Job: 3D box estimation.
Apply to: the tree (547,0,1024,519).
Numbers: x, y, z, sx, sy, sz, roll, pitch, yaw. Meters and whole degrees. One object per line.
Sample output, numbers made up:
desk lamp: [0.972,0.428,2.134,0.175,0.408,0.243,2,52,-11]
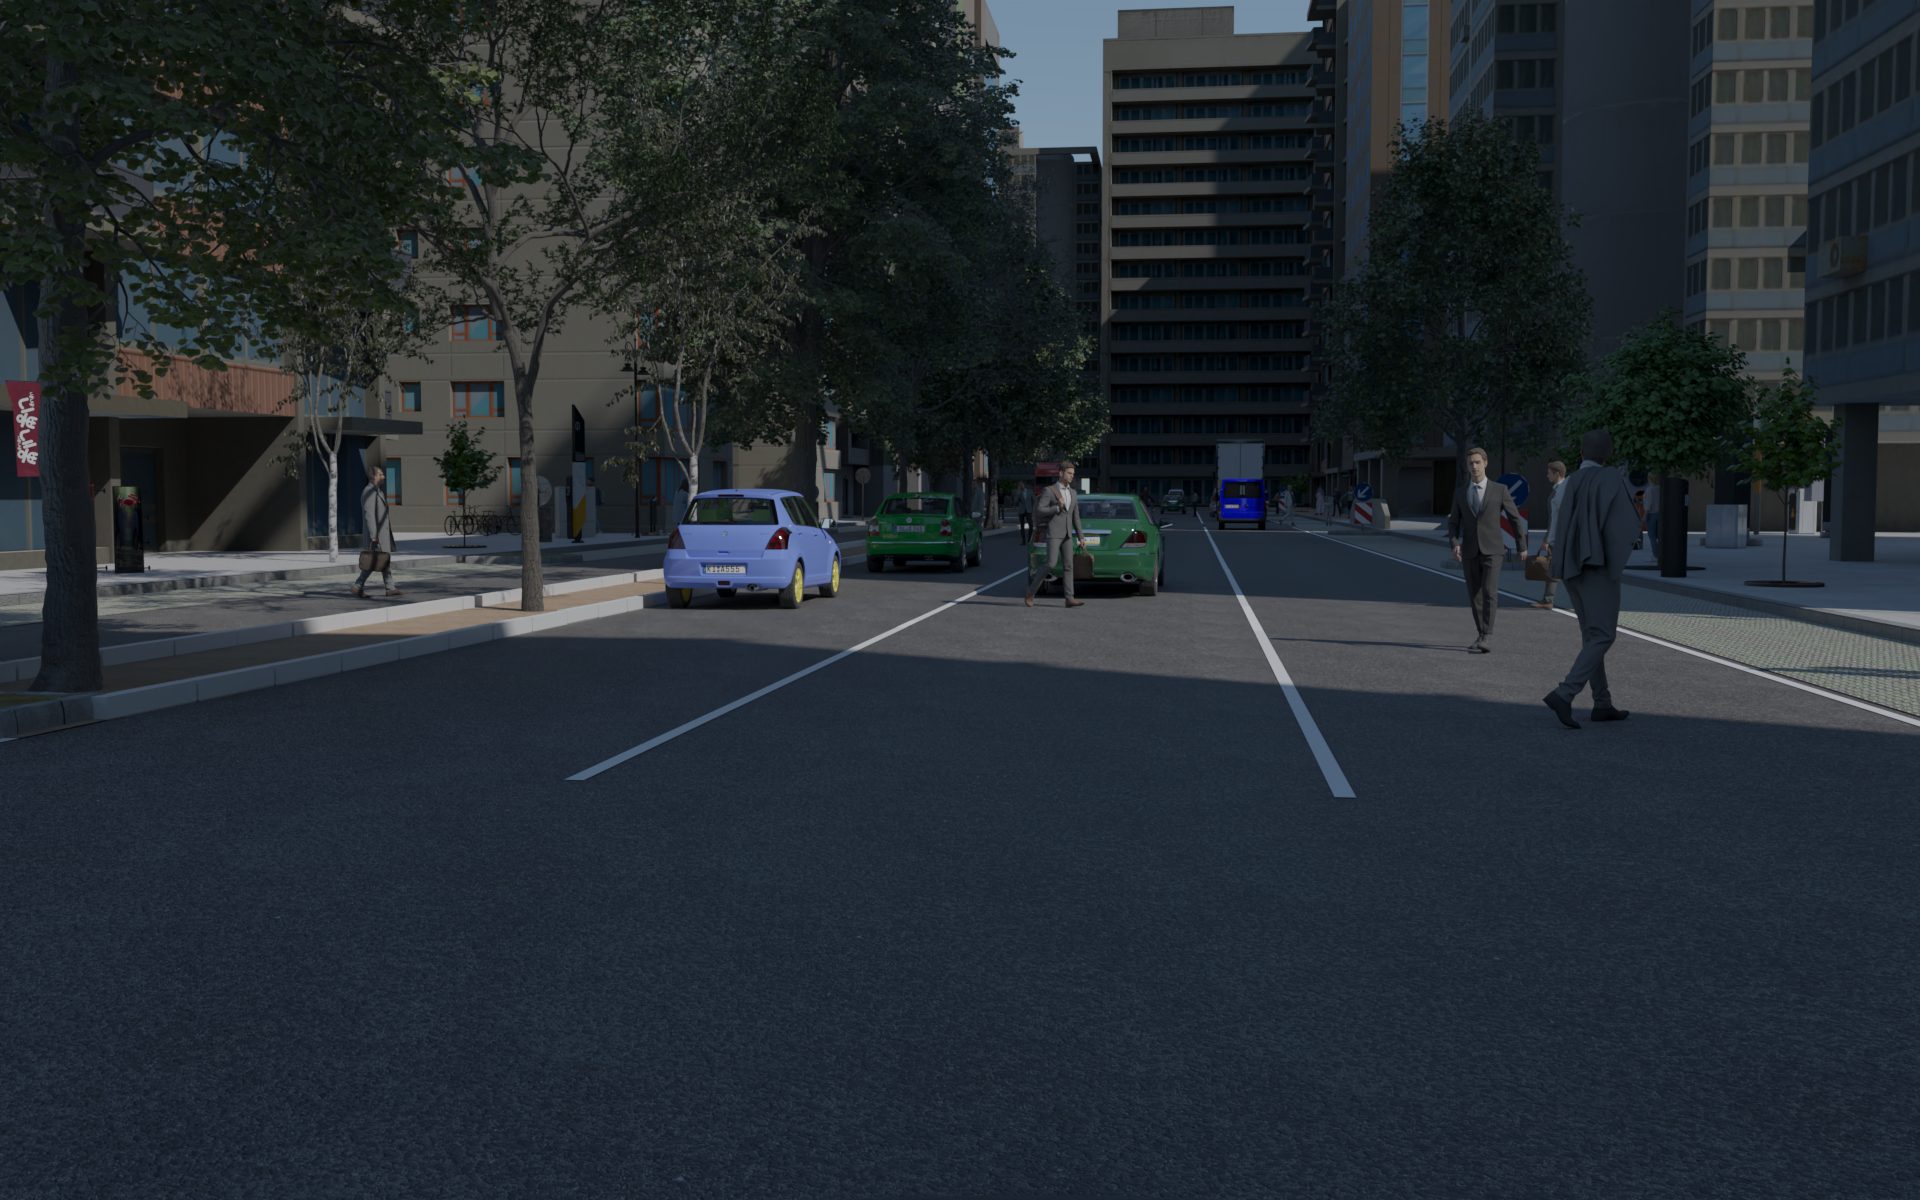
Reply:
tree: [-3.136,-7.650,34.196,9.857,13.997,8.962,0,3,0]

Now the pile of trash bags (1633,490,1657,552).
pile of trash bags: [14.916,-1.830,39.678,1.912,1.369,3.447,-1,4,-11]

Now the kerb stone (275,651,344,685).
kerb stone: [-5.116,0.533,13.474,0.120,0.150,1.000,0,4,7]

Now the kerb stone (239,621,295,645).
kerb stone: [-6.798,0.331,16.815,0.120,0.150,1.000,0,4,7]

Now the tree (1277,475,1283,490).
tree: [27.328,-9.132,143.916,1.663,3.219,1.824,0,3,0]

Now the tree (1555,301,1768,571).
tree: [12.062,-2.800,29.490,4.285,4.588,4.351,0,3,0]

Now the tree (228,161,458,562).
tree: [-11.760,-5.029,32.595,4.360,8.622,3.978,0,3,0]

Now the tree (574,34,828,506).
tree: [-4.180,-4.546,27.144,4.360,8.622,3.978,0,3,0]

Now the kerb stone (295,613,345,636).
kerb stone: [-6.654,0.267,17.827,0.120,0.150,1.000,0,4,7]

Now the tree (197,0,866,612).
tree: [-5.129,-5.151,21.087,8.767,10.594,7.601,0,4,7]

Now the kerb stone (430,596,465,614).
kerb stone: [-6.268,0.080,20.881,0.120,0.150,1.000,0,4,7]

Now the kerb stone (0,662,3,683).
kerb stone: [-7.332,0.579,12.734,0.120,0.150,1.000,0,4,7]

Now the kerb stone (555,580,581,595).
kerb stone: [-5.724,-0.165,24.938,0.120,0.150,1.000,0,4,7]

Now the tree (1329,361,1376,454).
tree: [20.595,-8.430,88.198,4.360,8.622,3.978,0,3,0]

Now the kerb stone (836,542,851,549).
kerb stone: [-3.058,-1.409,45.238,0.120,0.150,1.000,0,4,7]

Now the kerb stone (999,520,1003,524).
kerb stone: [2.006,-3.771,83.851,0.120,0.150,1.000,0,4,7]

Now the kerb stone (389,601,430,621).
kerb stone: [-6.387,0.142,19.866,0.120,0.150,1.000,0,4,7]

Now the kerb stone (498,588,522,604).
kerb stone: [-5.995,-0.044,22.911,0.120,0.150,1.000,0,4,7]

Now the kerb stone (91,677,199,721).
kerb stone: [-5.387,0.657,11.448,0.120,0.150,1.000,0,4,7]

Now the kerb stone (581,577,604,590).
kerb stone: [-5.598,-0.230,25.952,0.120,0.150,1.000,0,4,7]

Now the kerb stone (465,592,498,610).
kerb stone: [-6.124,0.019,21.893,0.120,0.150,1.000,0,4,7]

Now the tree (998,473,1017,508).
tree: [4.286,-10.291,162.855,1.663,3.219,1.824,0,3,0]

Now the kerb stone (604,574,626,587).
kerb stone: [-5.462,-0.292,26.975,0.120,0.150,1.000,0,4,7]

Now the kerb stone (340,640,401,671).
kerb stone: [-4.981,0.471,14.491,0.120,0.150,1.000,0,4,7]

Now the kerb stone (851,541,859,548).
kerb stone: [-2.931,-1.471,46.253,0.120,0.150,1.000,0,4,7]

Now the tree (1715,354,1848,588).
tree: [11.380,-1.806,24.126,1.663,3.219,1.824,0,3,0]

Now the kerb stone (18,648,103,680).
kerb stone: [-7.199,0.516,13.763,0.120,0.150,1.000,0,4,7]

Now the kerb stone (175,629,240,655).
kerb stone: [-6.922,0.391,15.796,0.120,0.150,1.000,0,4,7]

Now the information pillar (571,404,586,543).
information pillar: [-9.992,-3.304,45.382,0.183,3.616,0.504,1,4,21]

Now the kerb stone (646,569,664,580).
kerb stone: [-5.194,-0.416,29.002,0.120,0.150,1.000,0,4,7]

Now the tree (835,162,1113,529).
tree: [0.285,-8.553,59.302,9.611,12.733,9.660,0,3,0]

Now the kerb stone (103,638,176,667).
kerb stone: [-7.059,0.453,14.783,0.120,0.150,1.000,0,4,7]

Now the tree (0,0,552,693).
tree: [-6.508,-5.629,12.624,7.486,12.596,7.792,0,3,0]

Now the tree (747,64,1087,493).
tree: [-1.575,-8.239,47.536,12.009,13.543,11.850,0,3,0]

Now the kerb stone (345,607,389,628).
kerb stone: [-6.528,0.205,18.845,0.120,0.150,1.000,0,4,7]

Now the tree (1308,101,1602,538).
tree: [14.803,-8.200,51.075,9.611,12.733,9.660,0,3,0]

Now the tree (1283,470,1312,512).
tree: [24.845,-8.001,125.422,1.663,3.219,1.824,0,3,0]

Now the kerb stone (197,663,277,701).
kerb stone: [-5.251,0.595,12.461,0.120,0.150,1.000,0,4,7]

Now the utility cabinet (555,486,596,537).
utility cabinet: [-11.314,-2.583,50.914,1.173,1.500,0.318,-3,5,-42]

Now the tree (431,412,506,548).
tree: [-11.806,-2.848,41.163,1.663,3.219,1.824,0,3,0]

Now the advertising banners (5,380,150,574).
advertising banners: [-13.938,-1.910,27.416,0.090,3.025,2.074,3,5,44]

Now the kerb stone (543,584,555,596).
kerb stone: [-5.869,-0.106,23.926,0.120,0.150,1.000,0,4,7]

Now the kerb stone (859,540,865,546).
kerb stone: [-2.802,-1.534,47.270,0.120,0.150,1.000,0,4,7]

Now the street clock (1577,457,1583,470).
street clock: [11.888,-1.722,32.730,0.471,2.002,0.358,-2,4,-32]

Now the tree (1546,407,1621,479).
tree: [13.287,-2.583,36.833,1.663,3.219,1.824,0,3,0]

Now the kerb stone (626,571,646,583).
kerb stone: [-5.327,-0.352,27.989,0.120,0.150,1.000,0,4,7]
